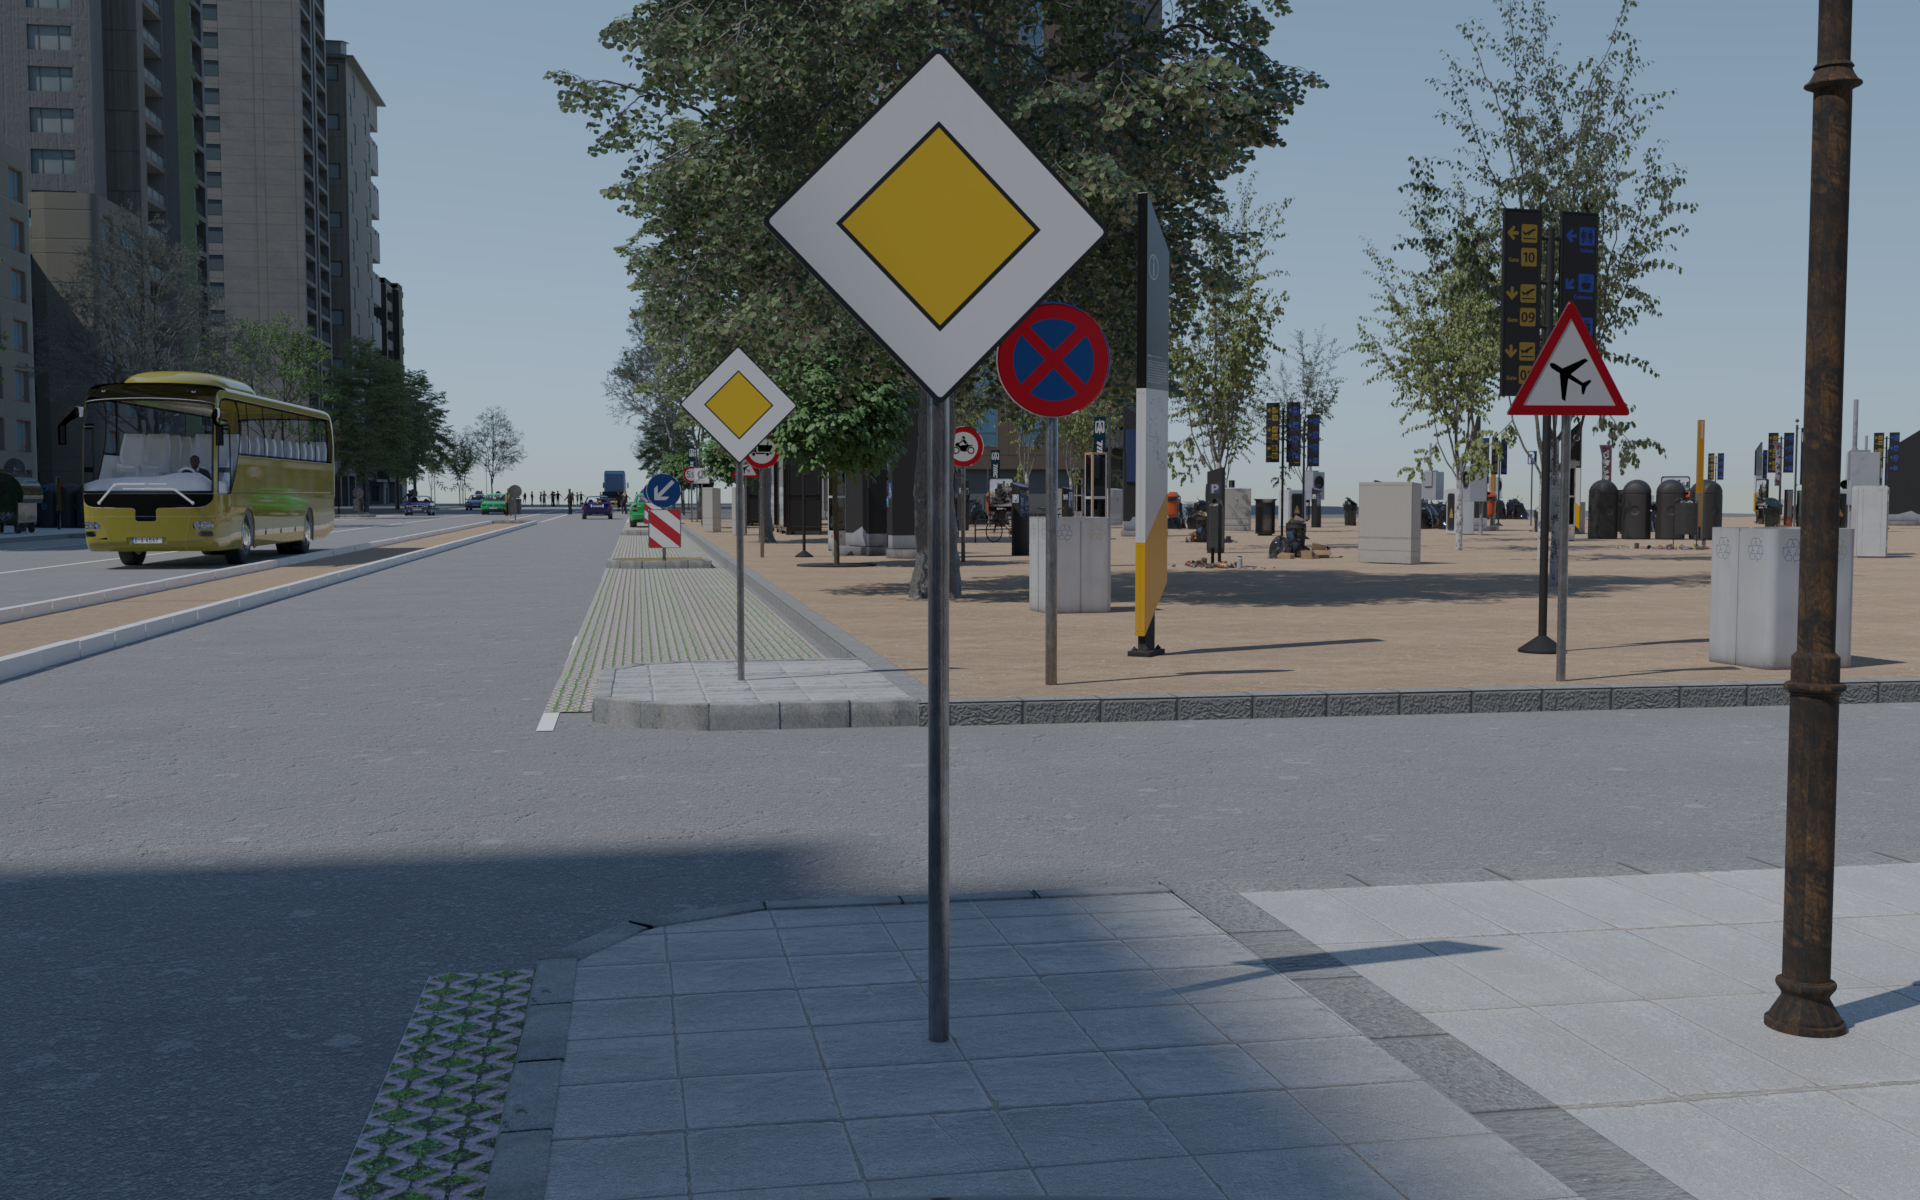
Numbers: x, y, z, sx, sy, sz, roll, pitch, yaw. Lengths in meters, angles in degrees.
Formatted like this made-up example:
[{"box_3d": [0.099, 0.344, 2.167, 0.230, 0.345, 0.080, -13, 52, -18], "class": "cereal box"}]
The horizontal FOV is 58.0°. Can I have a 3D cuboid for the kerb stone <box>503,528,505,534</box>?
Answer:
[{"box_3d": [-16.478, -2.438, 62.051, 0.120, 0.150, 1.000, -1, 4, -10], "class": "kerb stone"}]

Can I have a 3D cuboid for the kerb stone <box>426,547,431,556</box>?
[{"box_3d": [-12.362, -1.082, 39.891, 0.120, 0.150, 1.000, -1, 4, -10], "class": "kerb stone"}]

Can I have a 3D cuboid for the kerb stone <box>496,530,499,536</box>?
[{"box_3d": [-15.915, -2.253, 59.035, 0.120, 0.150, 1.000, -1, 4, -10], "class": "kerb stone"}]

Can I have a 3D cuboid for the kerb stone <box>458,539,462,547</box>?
[{"box_3d": [-13.681, -1.514, 46.950, 0.120, 0.150, 1.000, -1, 4, -10], "class": "kerb stone"}]

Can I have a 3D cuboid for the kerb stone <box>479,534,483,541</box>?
[{"box_3d": [-14.795, -1.884, 52.994, 0.120, 0.150, 1.000, -1, 4, -10], "class": "kerb stone"}]

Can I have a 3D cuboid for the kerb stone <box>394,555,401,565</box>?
[{"box_3d": [-11.430, -0.769, 34.854, 0.120, 0.150, 1.000, -1, 4, -10], "class": "kerb stone"}]

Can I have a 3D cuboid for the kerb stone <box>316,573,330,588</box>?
[{"box_3d": [-9.937, -0.279, 26.792, 0.120, 0.150, 1.000, -1, 4, -10], "class": "kerb stone"}]

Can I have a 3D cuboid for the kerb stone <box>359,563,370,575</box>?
[{"box_3d": [-10.681, -0.528, 30.827, 0.120, 0.150, 1.000, -1, 4, -10], "class": "kerb stone"}]

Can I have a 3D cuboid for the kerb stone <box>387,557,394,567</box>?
[{"box_3d": [-11.242, -0.712, 33.843, 0.120, 0.150, 1.000, -1, 4, -10], "class": "kerb stone"}]

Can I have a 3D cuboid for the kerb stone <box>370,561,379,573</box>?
[{"box_3d": [-10.866, -0.586, 31.834, 0.120, 0.150, 1.000, -1, 4, -10], "class": "kerb stone"}]

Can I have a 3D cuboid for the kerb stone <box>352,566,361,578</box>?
[{"box_3d": [-10.500, -0.462, 29.819, 0.120, 0.150, 1.000, -1, 4, -10], "class": "kerb stone"}]

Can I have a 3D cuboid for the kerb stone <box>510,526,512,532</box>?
[{"box_3d": [-17.041, -2.617, 65.077, 0.120, 0.150, 1.000, -1, 4, -10], "class": "kerb stone"}]

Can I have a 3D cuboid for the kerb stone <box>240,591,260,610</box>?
[{"box_3d": [-8.996, 0.027, 21.749, 0.120, 0.150, 1.000, -1, 4, -10], "class": "kerb stone"}]

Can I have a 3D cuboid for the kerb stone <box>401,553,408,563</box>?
[{"box_3d": [-11.621, -0.836, 35.867, 0.120, 0.150, 1.000, -1, 4, -10], "class": "kerb stone"}]

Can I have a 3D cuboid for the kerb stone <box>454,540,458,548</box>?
[{"box_3d": [-13.493, -1.453, 45.946, 0.120, 0.150, 1.000, -1, 4, -10], "class": "kerb stone"}]

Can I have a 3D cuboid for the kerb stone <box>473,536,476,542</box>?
[{"box_3d": [-14.428, -1.760, 50.983, 0.120, 0.150, 1.000, -1, 4, -10], "class": "kerb stone"}]

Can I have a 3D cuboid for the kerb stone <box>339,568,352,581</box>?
[{"box_3d": [-10.306, -0.404, 28.811, 0.120, 0.150, 1.000, -1, 4, -10], "class": "kerb stone"}]

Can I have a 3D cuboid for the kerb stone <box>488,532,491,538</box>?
[{"box_3d": [-15.363, -2.068, 56.014, 0.120, 0.150, 1.000, -1, 4, -10], "class": "kerb stone"}]

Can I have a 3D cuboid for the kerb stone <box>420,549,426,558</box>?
[{"box_3d": [-12.179, -1.021, 38.885, 0.120, 0.150, 1.000, -1, 4, -10], "class": "kerb stone"}]

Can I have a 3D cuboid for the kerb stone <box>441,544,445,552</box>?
[{"box_3d": [-12.937, -1.268, 42.922, 0.120, 0.150, 1.000, -1, 4, -10], "class": "kerb stone"}]

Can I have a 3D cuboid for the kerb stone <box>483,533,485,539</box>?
[{"box_3d": [-14.988, -1.946, 54.004, 0.120, 0.150, 1.000, -1, 4, -10], "class": "kerb stone"}]

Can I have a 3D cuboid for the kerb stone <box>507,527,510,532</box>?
[{"box_3d": [-16.854, -2.561, 64.065, 0.120, 0.150, 1.000, -1, 4, -10], "class": "kerb stone"}]

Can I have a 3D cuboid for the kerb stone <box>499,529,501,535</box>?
[{"box_3d": [-16.111, -2.315, 60.038, 0.120, 0.150, 1.000, -1, 4, -10], "class": "kerb stone"}]

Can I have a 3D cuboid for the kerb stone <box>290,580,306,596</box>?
[{"box_3d": [-9.554, -0.157, 24.771, 0.120, 0.150, 1.000, -1, 4, -10], "class": "kerb stone"}]

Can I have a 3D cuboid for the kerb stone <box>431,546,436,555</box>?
[{"box_3d": [-12.552, -1.141, 40.900, 0.120, 0.150, 1.000, -1, 4, -10], "class": "kerb stone"}]

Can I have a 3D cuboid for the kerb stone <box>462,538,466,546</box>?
[{"box_3d": [-13.864, -1.572, 47.956, 0.120, 0.150, 1.000, -1, 4, -10], "class": "kerb stone"}]

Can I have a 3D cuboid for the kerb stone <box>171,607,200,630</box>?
[{"box_3d": [-8.434, 0.213, 18.721, 0.120, 0.150, 1.000, -1, 4, -10], "class": "kerb stone"}]

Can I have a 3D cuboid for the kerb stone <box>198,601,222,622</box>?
[{"box_3d": [-8.618, 0.151, 19.734, 0.120, 0.150, 1.000, -1, 4, -10], "class": "kerb stone"}]

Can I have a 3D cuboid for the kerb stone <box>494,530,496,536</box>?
[{"box_3d": [-15.726, -2.192, 58.031, 0.120, 0.150, 1.000, -1, 4, -10], "class": "kerb stone"}]

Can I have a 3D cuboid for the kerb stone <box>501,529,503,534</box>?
[{"box_3d": [-16.305, -2.376, 61.042, 0.120, 0.150, 1.000, -1, 4, -10], "class": "kerb stone"}]

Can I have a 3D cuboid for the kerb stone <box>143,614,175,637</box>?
[{"box_3d": [-8.248, 0.274, 17.716, 0.120, 0.150, 1.000, -1, 4, -10], "class": "kerb stone"}]

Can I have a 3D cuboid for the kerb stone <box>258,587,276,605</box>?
[{"box_3d": [-9.185, -0.034, 22.753, 0.120, 0.150, 1.000, -1, 4, -10], "class": "kerb stone"}]

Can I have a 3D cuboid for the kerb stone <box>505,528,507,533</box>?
[{"box_3d": [-16.673, -2.499, 63.059, 0.120, 0.150, 1.000, -1, 4, -10], "class": "kerb stone"}]

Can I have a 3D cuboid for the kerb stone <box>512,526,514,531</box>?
[{"box_3d": [-17.228, -2.681, 66.081, 0.120, 0.150, 1.000, -1, 4, -10], "class": "kerb stone"}]

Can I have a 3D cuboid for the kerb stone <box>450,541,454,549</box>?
[{"box_3d": [-13.306, -1.391, 44.940, 0.120, 0.150, 1.000, -1, 4, -10], "class": "kerb stone"}]

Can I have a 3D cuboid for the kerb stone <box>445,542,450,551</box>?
[{"box_3d": [-13.115, -1.329, 43.931, 0.120, 0.150, 1.000, -1, 4, -10], "class": "kerb stone"}]

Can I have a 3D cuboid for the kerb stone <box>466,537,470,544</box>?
[{"box_3d": [-14.048, -1.635, 48.961, 0.120, 0.150, 1.000, -1, 4, -10], "class": "kerb stone"}]

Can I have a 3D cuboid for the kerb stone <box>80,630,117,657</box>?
[{"box_3d": [-7.880, 0.405, 15.706, 0.120, 0.150, 1.000, -1, 4, -10], "class": "kerb stone"}]

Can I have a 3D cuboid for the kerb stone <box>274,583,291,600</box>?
[{"box_3d": [-9.371, -0.096, 23.760, 0.120, 0.150, 1.000, -1, 4, -10], "class": "kerb stone"}]

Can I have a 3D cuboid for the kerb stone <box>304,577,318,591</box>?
[{"box_3d": [-9.745, -0.219, 25.775, 0.120, 0.150, 1.000, -1, 4, -10], "class": "kerb stone"}]

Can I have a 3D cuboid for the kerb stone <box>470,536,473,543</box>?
[{"box_3d": [-14.237, -1.699, 49.971, 0.120, 0.150, 1.000, -1, 4, -10], "class": "kerb stone"}]

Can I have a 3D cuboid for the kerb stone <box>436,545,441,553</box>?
[{"box_3d": [-12.740, -1.201, 41.916, 0.120, 0.150, 1.000, -1, 4, -10], "class": "kerb stone"}]

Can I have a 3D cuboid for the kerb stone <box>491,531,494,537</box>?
[{"box_3d": [-15.543, -2.130, 57.020, 0.120, 0.150, 1.000, -1, 4, -10], "class": "kerb stone"}]

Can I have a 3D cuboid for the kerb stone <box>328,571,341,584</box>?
[{"box_3d": [-10.127, -0.343, 27.805, 0.120, 0.150, 1.000, -1, 4, -10], "class": "kerb stone"}]

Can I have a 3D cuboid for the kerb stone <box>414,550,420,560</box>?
[{"box_3d": [-11.997, -0.959, 37.879, 0.120, 0.150, 1.000, -1, 4, -10], "class": "kerb stone"}]

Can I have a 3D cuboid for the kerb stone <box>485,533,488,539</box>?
[{"box_3d": [-15.174, -2.007, 55.009, 0.120, 0.150, 1.000, -1, 4, -10], "class": "kerb stone"}]

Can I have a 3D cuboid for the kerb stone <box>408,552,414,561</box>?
[{"box_3d": [-11.804, -0.898, 36.875, 0.120, 0.150, 1.000, -1, 4, -10], "class": "kerb stone"}]

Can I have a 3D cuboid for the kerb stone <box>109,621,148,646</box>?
[{"box_3d": [-8.064, 0.337, 16.711, 0.120, 0.150, 1.000, -1, 4, -10], "class": "kerb stone"}]

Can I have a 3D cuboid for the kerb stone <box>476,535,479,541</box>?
[{"box_3d": [-14.609, -1.822, 51.989, 0.120, 0.150, 1.000, -1, 4, -10], "class": "kerb stone"}]

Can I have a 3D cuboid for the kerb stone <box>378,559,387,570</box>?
[{"box_3d": [-11.056, -0.651, 32.838, 0.120, 0.150, 1.000, -1, 4, -10], "class": "kerb stone"}]

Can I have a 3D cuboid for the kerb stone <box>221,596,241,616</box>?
[{"box_3d": [-8.812, 0.089, 20.737, 0.120, 0.150, 1.000, -1, 4, -10], "class": "kerb stone"}]
